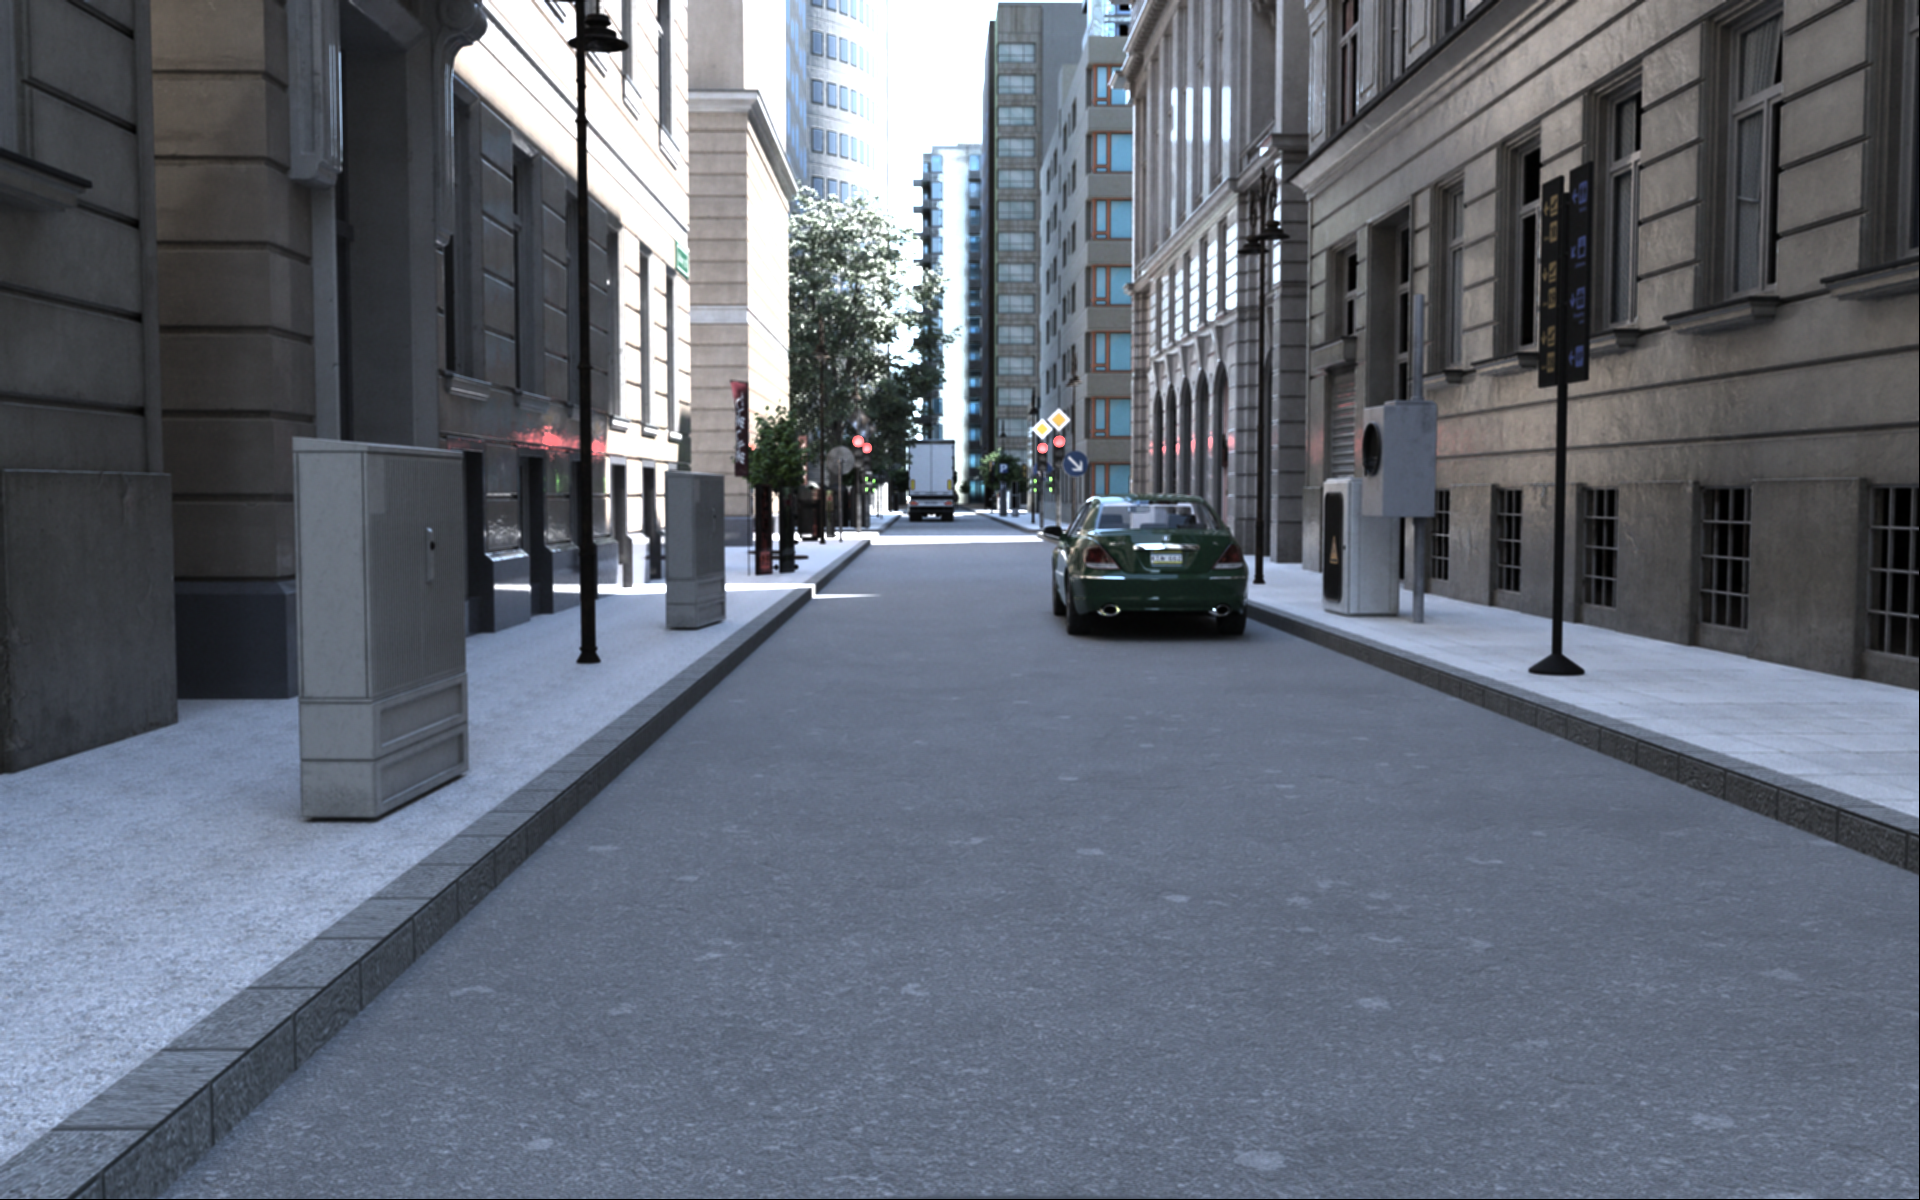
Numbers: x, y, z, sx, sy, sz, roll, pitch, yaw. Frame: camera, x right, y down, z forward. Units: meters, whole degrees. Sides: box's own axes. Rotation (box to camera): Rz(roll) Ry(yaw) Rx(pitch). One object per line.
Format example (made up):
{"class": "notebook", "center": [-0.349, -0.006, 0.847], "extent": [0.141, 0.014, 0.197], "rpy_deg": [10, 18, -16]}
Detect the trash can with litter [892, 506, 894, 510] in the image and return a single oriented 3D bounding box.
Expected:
{"class": "trash can with litter", "center": [-5.671, -7.806, 139.008], "extent": [1.055, 1.170, 0.624], "rpy_deg": [-1, 4, -13]}

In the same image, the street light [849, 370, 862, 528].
{"class": "street light", "center": [-3.865, -5.608, 64.471], "extent": [0.468, 5.910, 1.993], "rpy_deg": [0, 4, -1]}

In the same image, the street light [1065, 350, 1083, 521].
{"class": "street light", "center": [3.676, -5.083, 55.892], "extent": [0.468, 5.910, 1.993], "rpy_deg": [0, 4, -1]}

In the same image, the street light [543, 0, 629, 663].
{"class": "street light", "center": [-2.830, -2.461, 13.024], "extent": [0.468, 5.910, 1.993], "rpy_deg": [0, 4, -1]}

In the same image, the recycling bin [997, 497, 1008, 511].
{"class": "recycling bin", "center": [3.154, -7.108, 128.767], "extent": [0.722, 1.027, 0.722], "rpy_deg": [0, 4, -6]}

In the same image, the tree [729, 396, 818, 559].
{"class": "tree", "center": [-3.518, -2.440, 34.499], "extent": [1.663, 3.219, 1.824], "rpy_deg": [0, 3, 0]}

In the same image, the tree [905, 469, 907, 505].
{"class": "tree", "center": [-5.524, -7.252, 102.282], "extent": [4.285, 4.588, 4.351], "rpy_deg": [0, 3, 0]}

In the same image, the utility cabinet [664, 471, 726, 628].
{"class": "utility cabinet", "center": [-2.557, -0.500, 16.859], "extent": [0.318, 1.500, 1.173], "rpy_deg": [0, 4, 6]}

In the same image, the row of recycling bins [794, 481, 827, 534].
{"class": "row of recycling bins", "center": [-6.260, -3.023, 56.541], "extent": [3.534, 1.692, 1.069], "rpy_deg": [0, 4, 6]}

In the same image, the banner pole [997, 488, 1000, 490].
{"class": "banner pole", "center": [3.204, -8.859, 134.865], "extent": [0.863, 3.779, 0.401], "rpy_deg": [2, 4, 30]}

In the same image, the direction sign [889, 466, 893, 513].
{"class": "direction sign", "center": [-4.640, -7.611, 116.444], "extent": [0.379, 3.537, 0.876], "rpy_deg": [0, 4, -3]}

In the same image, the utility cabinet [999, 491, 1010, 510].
{"class": "utility cabinet", "center": [3.495, -7.995, 139.393], "extent": [0.318, 1.500, 1.173], "rpy_deg": [3, 5, 42]}

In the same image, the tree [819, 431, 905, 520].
{"class": "tree", "center": [-5.325, -6.170, 84.596], "extent": [4.285, 4.588, 4.351], "rpy_deg": [0, 3, 0]}

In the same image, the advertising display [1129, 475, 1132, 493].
{"class": "advertising display", "center": [6.074, -3.182, 57.236], "extent": [0.974, 1.923, 0.123], "rpy_deg": [1, 4, 14]}

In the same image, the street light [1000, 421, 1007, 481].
{"class": "street light", "center": [2.654, -8.214, 107.078], "extent": [0.468, 5.910, 1.993], "rpy_deg": [0, 4, -1]}

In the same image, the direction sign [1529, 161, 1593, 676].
{"class": "direction sign", "center": [4.279, -1.243, 12.316], "extent": [0.379, 3.537, 0.876], "rpy_deg": [0, 4, -2]}

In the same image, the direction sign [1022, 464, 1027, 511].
{"class": "direction sign", "center": [5.087, -8.490, 130.806], "extent": [0.876, 3.537, 0.379], "rpy_deg": [0, 4, 4]}

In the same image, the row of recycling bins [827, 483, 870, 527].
{"class": "row of recycling bins", "center": [-5.054, -3.688, 67.411], "extent": [3.534, 1.692, 1.069], "rpy_deg": [2, 4, 30]}

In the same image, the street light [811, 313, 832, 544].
{"class": "street light", "center": [-3.540, -4.383, 44.445], "extent": [0.468, 5.910, 1.993], "rpy_deg": [0, 4, -1]}

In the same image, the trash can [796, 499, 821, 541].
{"class": "trash can", "center": [-4.119, -2.194, 47.527], "extent": [0.748, 1.137, 0.748], "rpy_deg": [0, 3, 0]}

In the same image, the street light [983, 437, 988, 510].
{"class": "street light", "center": [2.030, -10.165, 138.978], "extent": [0.468, 5.910, 1.993], "rpy_deg": [0, 4, -1]}

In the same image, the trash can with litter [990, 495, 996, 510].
{"class": "trash can with litter", "center": [2.878, -7.734, 137.844], "extent": [0.624, 1.170, 1.055], "rpy_deg": [3, 5, 39]}

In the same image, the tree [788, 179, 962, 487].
{"class": "tree", "center": [-5.029, -10.052, 70.999], "extent": [9.857, 13.997, 8.962], "rpy_deg": [0, 3, 0]}

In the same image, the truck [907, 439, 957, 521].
{"class": "truck", "center": [-1.530, -6.438, 94.179], "extent": [2.839, 4.237, 11.283], "rpy_deg": [0, 4, -1]}

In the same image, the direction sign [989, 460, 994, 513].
{"class": "direction sign", "center": [2.133, -7.624, 116.642], "extent": [0.379, 3.537, 0.876], "rpy_deg": [1, 4, 22]}

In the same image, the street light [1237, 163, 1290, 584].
{"class": "street light", "center": [4.288, -3.173, 24.660], "extent": [0.468, 5.910, 1.993], "rpy_deg": [0, 4, -1]}

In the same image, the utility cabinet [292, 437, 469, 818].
{"class": "utility cabinet", "center": [-2.396, 0.085, 7.289], "extent": [0.318, 1.500, 1.173], "rpy_deg": [0, 4, 2]}

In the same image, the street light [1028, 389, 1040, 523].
{"class": "street light", "center": [3.219, -6.316, 76.059], "extent": [0.468, 5.910, 1.993], "rpy_deg": [0, 4, -1]}

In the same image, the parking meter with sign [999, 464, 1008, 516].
{"class": "parking meter with sign", "center": [2.513, -6.332, 99.787], "extent": [0.543, 3.016, 1.738], "rpy_deg": [0, 4, 2]}

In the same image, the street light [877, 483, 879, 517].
{"class": "street light", "center": [-4.542, -7.521, 95.752], "extent": [0.468, 5.910, 1.993], "rpy_deg": [0, 4, -1]}

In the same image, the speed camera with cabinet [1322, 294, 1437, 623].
{"class": "speed camera with cabinet", "center": [4.316, -1.444, 17.947], "extent": [0.660, 3.252, 2.038], "rpy_deg": [0, 4, -4]}

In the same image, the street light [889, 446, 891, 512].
{"class": "street light", "center": [-5.102, -9.418, 126.772], "extent": [0.468, 5.910, 1.993], "rpy_deg": [0, 4, -1]}
